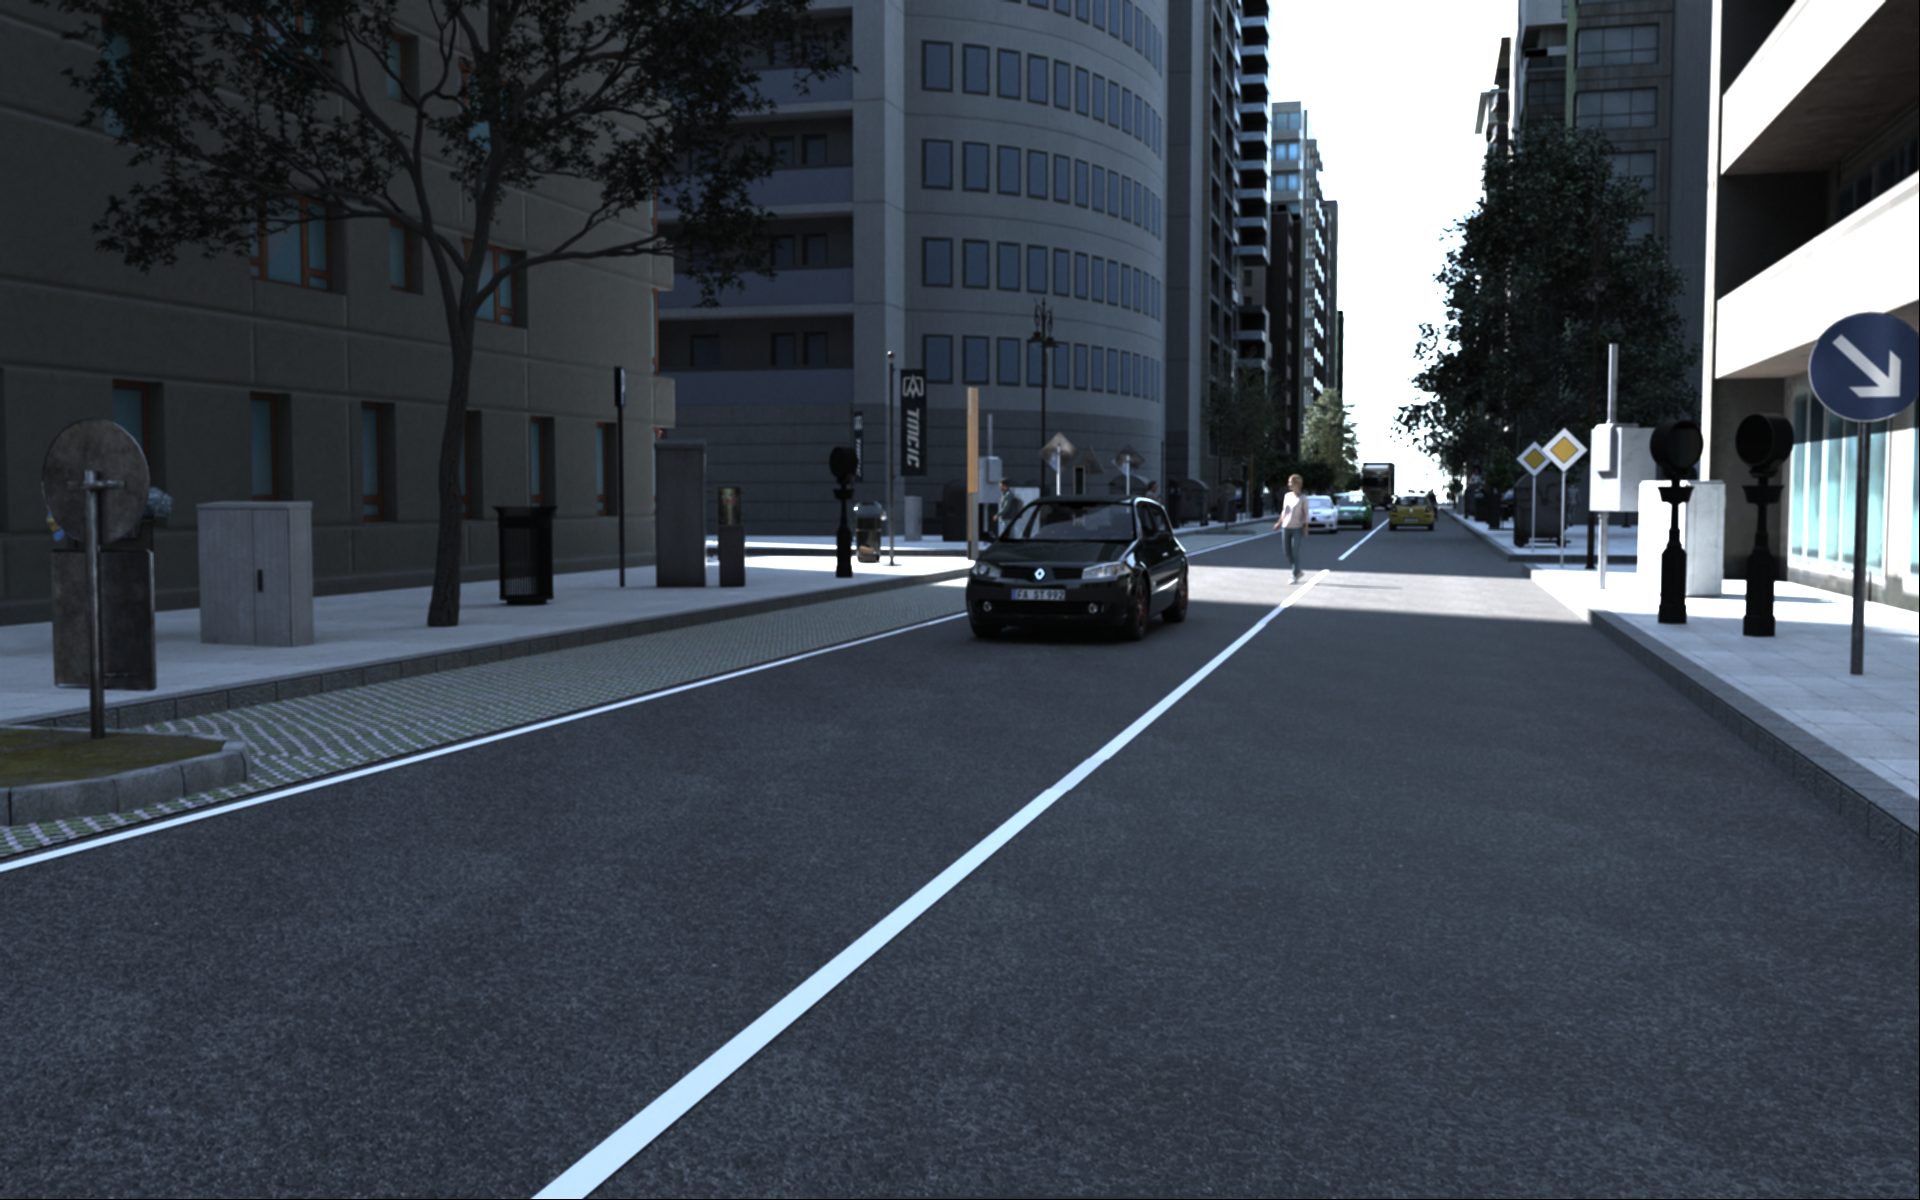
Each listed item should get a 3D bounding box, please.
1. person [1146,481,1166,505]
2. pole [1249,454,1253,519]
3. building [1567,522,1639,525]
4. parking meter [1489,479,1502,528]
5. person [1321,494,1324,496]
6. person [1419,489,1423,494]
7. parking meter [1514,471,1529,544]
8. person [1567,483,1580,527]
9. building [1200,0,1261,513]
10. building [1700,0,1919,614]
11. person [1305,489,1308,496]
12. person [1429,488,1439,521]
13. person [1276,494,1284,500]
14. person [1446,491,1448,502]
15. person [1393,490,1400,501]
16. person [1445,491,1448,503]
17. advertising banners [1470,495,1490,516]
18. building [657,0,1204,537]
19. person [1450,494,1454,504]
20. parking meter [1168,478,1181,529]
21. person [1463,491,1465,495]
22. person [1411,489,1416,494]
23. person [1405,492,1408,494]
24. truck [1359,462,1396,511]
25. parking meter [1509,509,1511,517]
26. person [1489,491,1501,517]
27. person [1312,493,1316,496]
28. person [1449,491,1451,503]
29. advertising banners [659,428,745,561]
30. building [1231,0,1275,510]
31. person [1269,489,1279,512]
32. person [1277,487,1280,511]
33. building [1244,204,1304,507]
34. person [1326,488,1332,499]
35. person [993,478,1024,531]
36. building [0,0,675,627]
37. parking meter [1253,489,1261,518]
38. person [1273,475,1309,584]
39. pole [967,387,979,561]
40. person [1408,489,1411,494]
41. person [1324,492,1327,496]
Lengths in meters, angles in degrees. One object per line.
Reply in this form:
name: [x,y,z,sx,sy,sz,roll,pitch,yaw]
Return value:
person: [5.101,-2.228,45.278,0.532,1.782,0.716,1,4,13]
pole: [14.725,-5.730,87.522,0.158,3.312,0.155,0,3,0]
building: [33.546,-23.938,74.976,14.154,41.232,14.086,1,4,15]
parking meter: [20.171,-3.642,65.253,0.399,1.863,0.255,0,4,-1]
person: [41.765,-11.699,197.329,1.348,1.823,0.705,1,4,10]
person: [31.763,-6.758,119.544,0.990,1.755,0.434,0,4,-5]
parking meter: [14.402,-2.364,44.366,0.399,1.863,0.255,-3,5,-42]
person: [24.105,-3.805,68.379,0.709,1.813,0.853,0,4,-8]
building: [11.442,-42.035,125.522,20.563,71.187,20.611,1,4,15]
building: [19.068,-23.784,12.572,21.300,48.544,21.600,1,4,15]
person: [37.396,-11.089,187.369,0.705,1.821,1.348,0,4,1]
person: [25.408,-5.147,93.079,0.534,1.772,0.576,-3,4,-36]
person: [22.153,-6.862,119.169,0.756,1.711,0.436,0,4,2]
person: [73.653,-15.589,261.604,1.217,1.739,0.721,0,4,8]
person: [29.949,-6.650,118.168,0.756,1.711,0.436,2,4,25]
person: [72.588,-15.369,258.241,0.541,1.710,0.530,-2,4,-28]
advertising banners: [30.638,-6.365,100.249,2.074,3.025,0.090,1,4,9]
building: [-2.989,-31.991,65.050,21.231,58.520,28.212,1,4,15]
person: [63.440,-13.234,222.963,0.434,1.755,0.990,-2,4,-27]
parking meter: [7.905,-3.555,63.842,0.399,1.863,0.255,3,4,37]
person: [70.160,-14.356,240.705,0.705,1.831,1.348,0,4,2]
person: [32.568,-7.102,124.641,1.348,1.821,0.705,1,4,11]
person: [64.699,-14.817,251.201,0.683,1.767,0.568,1,4,15]
truck: [37.037,-10.053,153.287,2.839,4.237,11.283,1,4,16]
parking meter: [30.237,-5.331,95.568,0.372,1.533,0.369,0,3,0]
person: [28.172,-5.173,91.215,0.593,1.750,0.643,-1,4,-19]
person: [40.032,-11.404,195.687,0.628,1.438,0.799,2,4,26]
person: [73.337,-15.478,259.202,1.348,1.812,0.705,-1,4,-18]
advertising banners: [-5.074,-2.244,32.874,2.074,3.025,0.090,-2,4,-28]
building: [16.809,-51.230,150.281,22.319,86.520,31.000,1,4,15]
person: [22.204,-7.019,121.507,0.721,1.736,1.217,-3,5,-43]
person: [23.616,-7.450,127.992,0.705,1.807,1.348,3,5,44]
building: [26.583,-24.532,172.806,14.160,30.474,14.107,1,4,15]
person: [21.893,-5.777,103.078,0.853,1.813,0.709,1,4,21]
person: [1.043,-1.768,37.757,0.721,1.781,0.623,0,4,-7]
building: [-22.750,-10.805,21.708,28.899,21.520,27.650,1,4,15]
parking meter: [15.697,-5.087,91.579,0.372,1.533,0.369,0,3,0]
person: [5.359,-1.141,27.833,0.731,1.740,0.598,3,4,38]
pole: [0.247,-2.407,33.205,0.158,3.312,0.155,0,3,0]
person: [26.570,-5.734,102.825,0.524,1.755,0.480,0,4,2]
person: [39.723,-11.063,187.376,0.568,1.767,0.683,1,4,23]
